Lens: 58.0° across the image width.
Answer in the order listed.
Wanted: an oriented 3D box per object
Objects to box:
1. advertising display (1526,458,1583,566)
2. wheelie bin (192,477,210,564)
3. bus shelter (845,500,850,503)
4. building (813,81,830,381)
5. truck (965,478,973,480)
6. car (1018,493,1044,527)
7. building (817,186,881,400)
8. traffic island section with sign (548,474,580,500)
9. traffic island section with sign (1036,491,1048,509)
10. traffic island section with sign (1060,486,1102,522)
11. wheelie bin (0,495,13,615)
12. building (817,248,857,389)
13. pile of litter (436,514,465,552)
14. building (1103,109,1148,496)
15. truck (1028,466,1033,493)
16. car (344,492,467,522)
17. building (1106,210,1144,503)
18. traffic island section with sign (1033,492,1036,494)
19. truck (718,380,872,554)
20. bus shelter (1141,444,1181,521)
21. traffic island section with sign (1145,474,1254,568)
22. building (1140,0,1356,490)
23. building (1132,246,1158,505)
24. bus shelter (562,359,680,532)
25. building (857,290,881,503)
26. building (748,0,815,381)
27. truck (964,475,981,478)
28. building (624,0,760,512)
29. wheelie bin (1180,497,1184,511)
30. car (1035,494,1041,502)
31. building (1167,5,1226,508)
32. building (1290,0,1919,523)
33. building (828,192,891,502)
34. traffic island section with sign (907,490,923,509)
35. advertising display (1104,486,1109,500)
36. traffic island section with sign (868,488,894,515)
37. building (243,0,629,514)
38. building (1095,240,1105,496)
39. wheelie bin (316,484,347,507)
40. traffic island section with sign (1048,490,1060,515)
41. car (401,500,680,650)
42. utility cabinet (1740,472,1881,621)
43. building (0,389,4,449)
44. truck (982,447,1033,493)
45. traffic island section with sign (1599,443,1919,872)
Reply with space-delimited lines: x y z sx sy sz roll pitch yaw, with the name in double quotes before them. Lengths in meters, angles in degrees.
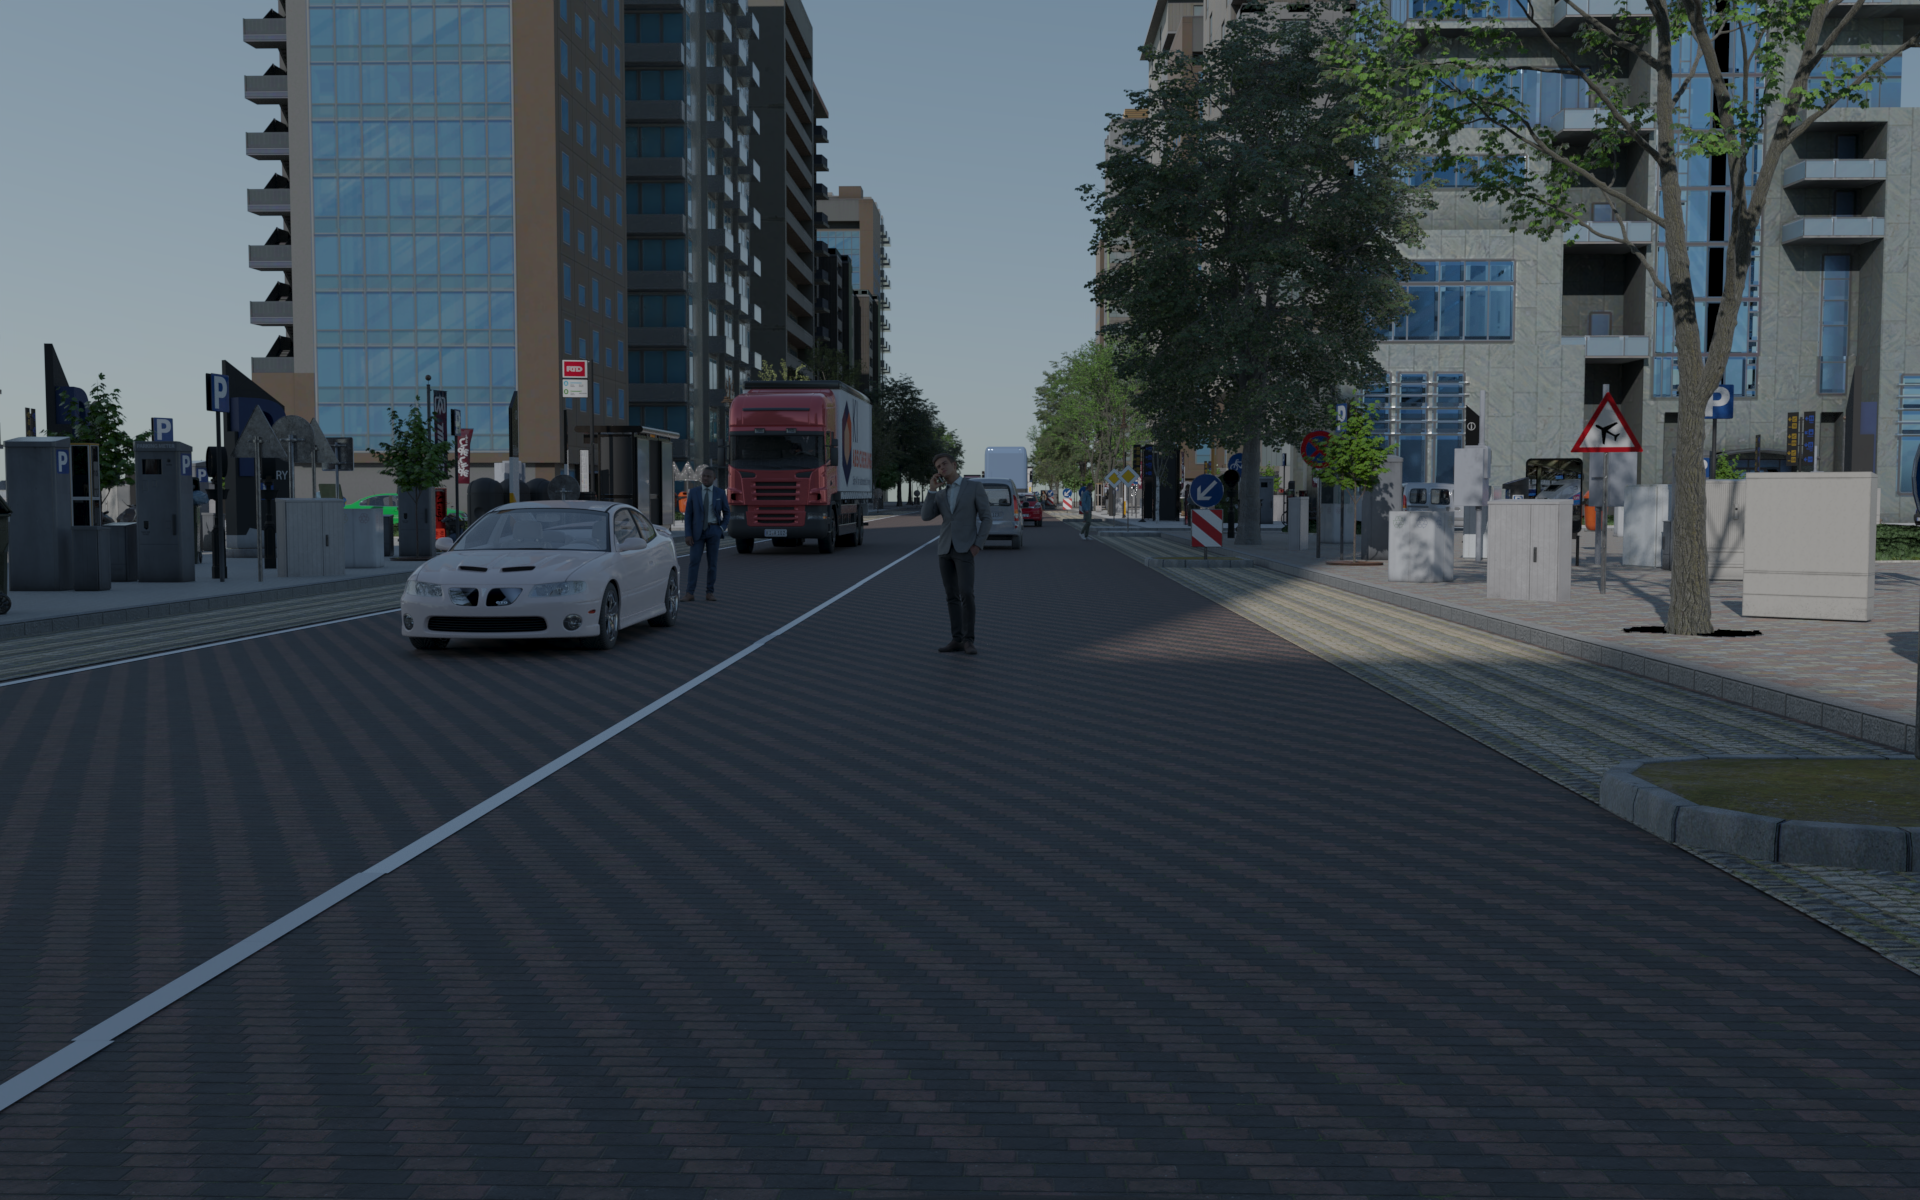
"advertising display" 10.627 -1.578 31.017 0.974 1.923 0.123 1 4 21
"wheelie bin" -14.258 -1.459 31.765 0.980 1.594 0.693 -1 4 -18
"bus shelter" -8.514 -8.054 125.599 2.014 3.302 5.546 0 4 2
"building" -25.281 -32.081 179.156 22.147 44.769 28.867 0 4 2
"truck" 1.258 -12.924 207.225 3.469 3.379 9.791 0 4 1
"car" 2.717 -4.176 77.325 2.155 1.783 4.494 0 3 0
"building" -19.094 -37.016 255.318 14.600 45.320 14.200 0 4 2
"traffic island section with sign" -7.932 -1.571 34.322 1.989 1.847 2.006 0 4 2
"traffic island section with sign" 8.537 -9.632 166.104 1.989 1.847 2.006 0 4 2
"traffic island section with sign" 6.292 -4.928 89.204 1.989 1.847 2.006 0 4 2
"wheelie bin" -10.510 -0.643 18.426 0.693 1.594 0.980 -3 5 -40
"building" -20.070 -26.276 201.317 14.160 30.474 14.107 0 4 2
"pile of litter" -11.294 -1.508 38.615 1.719 0.858 1.176 0 4 -1
"building" 33.083 -44.594 271.115 21.231 58.520 28.212 0 4 2
"truck" 6.145 -11.688 180.008 2.839 4.237 11.283 0 4 0
"car" -20.578 -3.387 64.180 4.718 1.807 1.959 0 4 2
"building" 28.194 -34.683 250.667 14.154 41.232 14.086 0 4 2
"traffic island section with sign" 9.332 -11.280 193.047 1.989 1.847 2.006 0 4 2
"truck" -4.047 -3.436 45.092 2.839 4.237 11.283 0 4 3
"bus shelter" 9.648 -5.687 84.262 1.731 3.624 6.357 0 4 2
"traffic island section with sign" 4.703 -1.576 34.397 1.989 1.847 2.006 0 4 2
"building" 34.023 -36.188 180.914 28.713 52.752 27.495 0 4 2
"building" 27.059 -26.353 202.568 14.160 30.474 14.107 0 4 2
"bus shelter" -10.687 -4.689 54.299 2.179 5.291 8.768 0 4 2
"building" -18.536 -28.725 241.347 14.160 30.474 14.107 0 4 2
"building" -24.779 -32.421 153.789 21.300 48.544 21.600 0 4 2
"truck" 1.794 -16.043 251.215 2.839 4.237 11.283 0 4 1
"building" -26.220 -30.674 121.132 23.786 49.044 30.456 0 4 2
"wheelie bin" 16.460 -7.365 128.330 0.980 1.594 0.693 0 4 6
"car" 10.853 -14.171 240.484 1.959 1.807 4.718 0 4 3
"building" 26.669 -31.219 160.537 14.600 45.320 14.200 0 4 2
"building" 32.223 -47.134 83.315 31.000 86.520 22.319 0 4 2
"building" -22.631 -40.244 277.603 23.786 49.044 30.456 0 4 2
"traffic island section with sign" -4.072 -9.649 166.384 1.989 1.847 2.006 0 4 2
"advertising display" 12.168 -8.366 141.994 0.123 1.923 0.974 -2 4 -34
"traffic island section with sign" -5.510 -6.639 117.175 1.989 1.847 2.006 0 4 2
"building" -24.687 -26.537 83.991 14.600 45.320 14.200 0 4 2
"building" 30.144 -39.318 292.966 14.600 45.320 14.200 0 4 2
"wheelie bin" -19.201 -2.740 52.705 0.980 1.594 0.693 -2 4 -33
"traffic island section with sign" 7.111 -6.623 116.907 1.989 1.847 2.006 0 4 2
"car" -4.069 -0.312 17.456 2.083 1.381 4.827 0 4 2
"utility cabinet" 8.670 -0.551 17.682 1.173 1.500 0.318 3 5 39
"building" -65.822 -33.244 85.545 28.212 58.520 21.231 0 4 2
"truck" 2.243 -6.269 92.264 2.967 4.110 18.799 0 4 3
"traffic island section with sign" 3.919 0.072 7.453 1.989 1.847 2.006 0 4 2
